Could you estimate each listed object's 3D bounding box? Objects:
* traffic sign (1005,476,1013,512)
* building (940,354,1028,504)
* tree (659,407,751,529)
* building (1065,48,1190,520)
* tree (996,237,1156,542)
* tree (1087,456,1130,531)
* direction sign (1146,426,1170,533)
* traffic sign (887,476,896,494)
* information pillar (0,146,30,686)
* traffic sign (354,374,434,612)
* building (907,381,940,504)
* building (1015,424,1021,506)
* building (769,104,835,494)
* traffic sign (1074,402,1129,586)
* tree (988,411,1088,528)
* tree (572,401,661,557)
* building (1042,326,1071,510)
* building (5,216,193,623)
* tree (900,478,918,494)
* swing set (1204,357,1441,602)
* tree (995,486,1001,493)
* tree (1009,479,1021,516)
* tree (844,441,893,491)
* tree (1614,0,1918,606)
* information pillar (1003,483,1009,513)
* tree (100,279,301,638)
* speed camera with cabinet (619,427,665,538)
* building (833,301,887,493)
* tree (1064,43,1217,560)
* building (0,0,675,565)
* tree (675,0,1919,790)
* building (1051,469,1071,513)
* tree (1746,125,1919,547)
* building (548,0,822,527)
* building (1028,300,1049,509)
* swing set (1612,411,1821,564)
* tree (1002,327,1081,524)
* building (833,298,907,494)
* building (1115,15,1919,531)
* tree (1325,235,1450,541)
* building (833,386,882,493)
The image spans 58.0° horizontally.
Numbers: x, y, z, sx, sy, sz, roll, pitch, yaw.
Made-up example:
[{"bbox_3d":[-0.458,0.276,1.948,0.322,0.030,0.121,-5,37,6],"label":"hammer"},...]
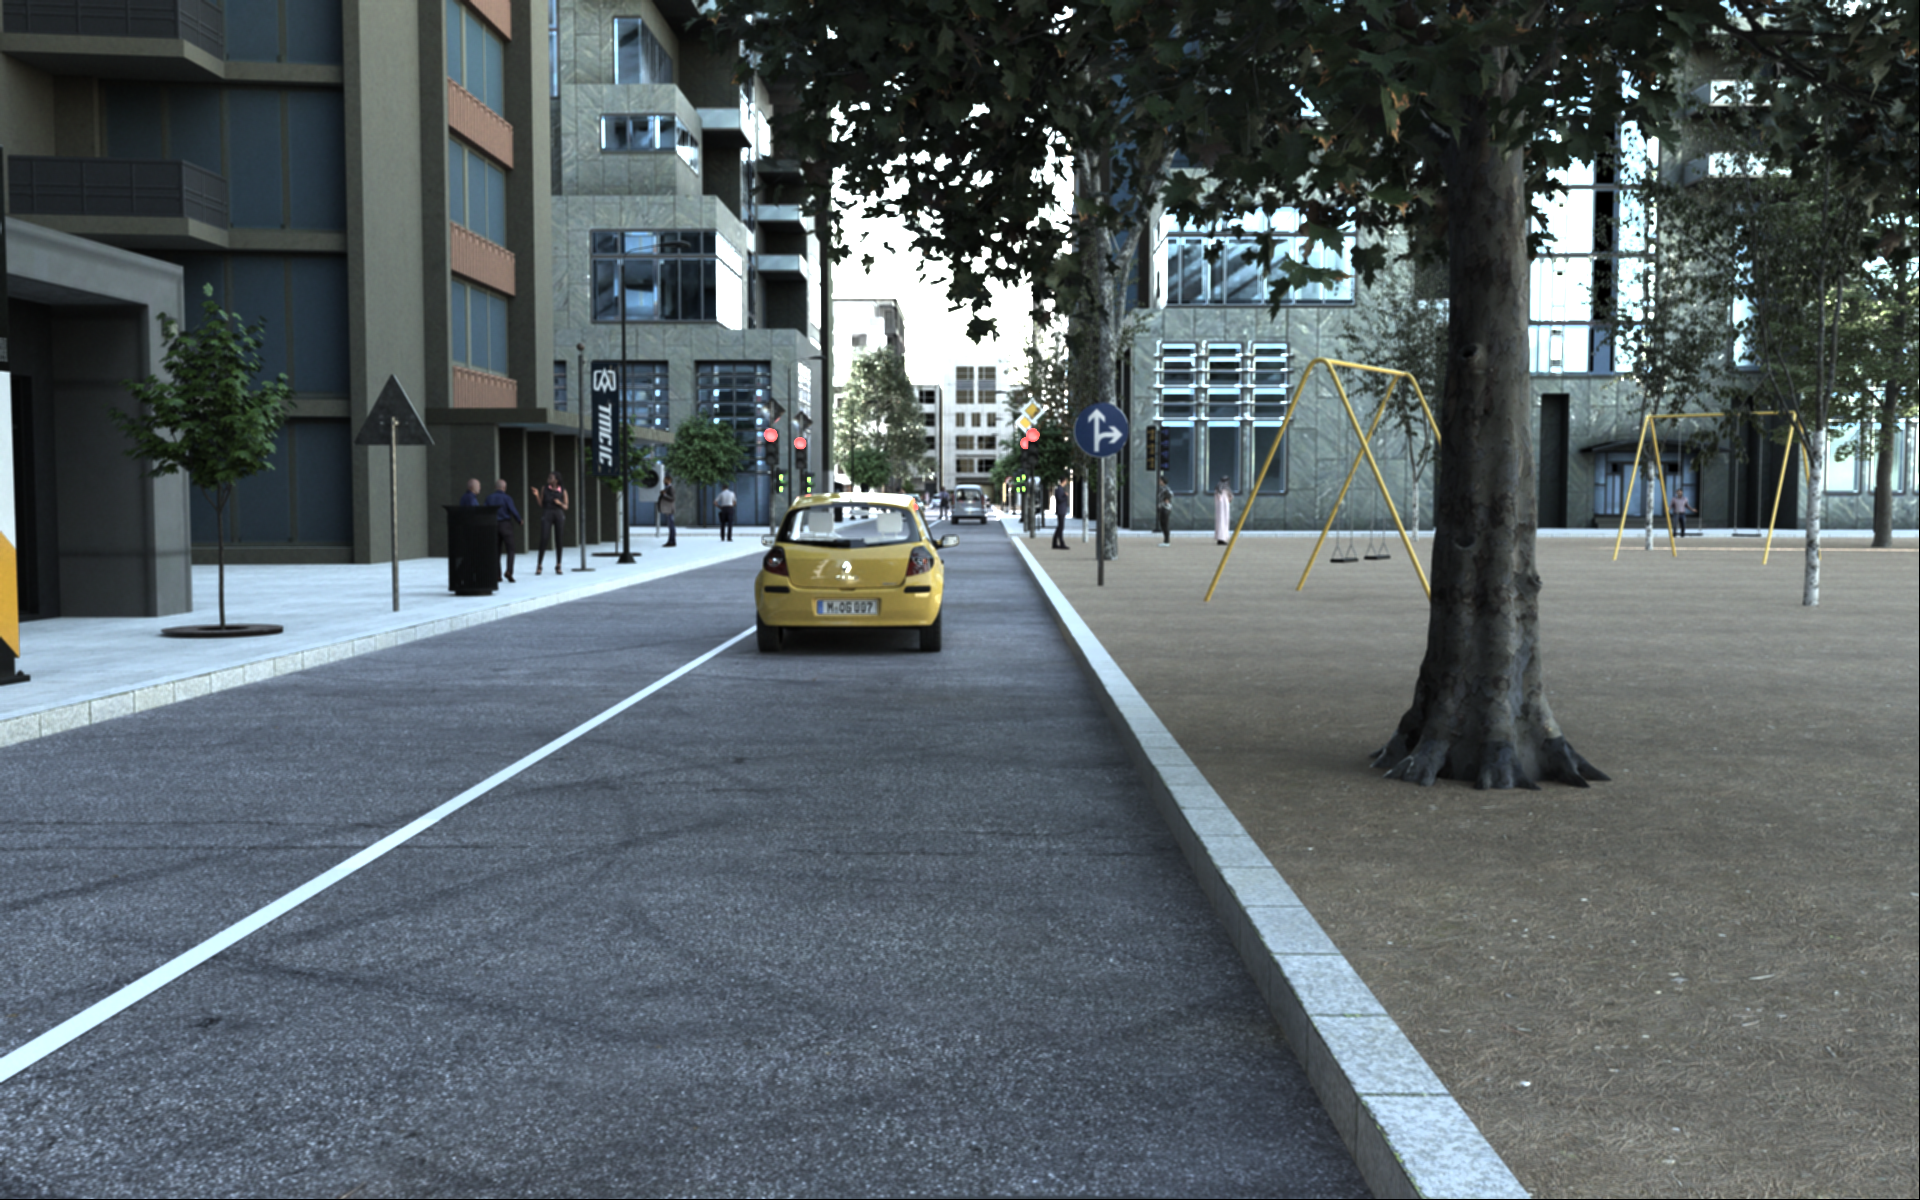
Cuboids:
[{"bbox_3d":[3.614,-7.632,124.882,0.768,2.556,0.104,1,4,10],"label":"traffic sign"},{"bbox_3d":[13.661,-22.079,227.443,31.486,18.905,16.747,0,4,1],"label":"building"},{"bbox_3d":[-9.541,-4.965,64.895,4.285,4.588,4.351,0,3,0],"label":"tree"},{"bbox_3d":[12.736,-26.896,89.858,14.600,45.320,14.200,0,4,1],"label":"building"},{"bbox_3d":[3.096,-5.836,45.787,4.360,8.622,3.978,0,3,0],"label":"tree"},{"bbox_3d":[4.934,-3.988,59.797,1.663,3.219,1.824,0,3,0],"label":"tree"},{"bbox_3d":[6.583,-4.016,57.665,0.876,3.537,0.379,3,4,38],"label":"direction sign"},{"bbox_3d":[-4.722,-7.157,117.118,0.768,2.556,0.104,0,4,3],"label":"traffic sign"},{"bbox_3d":[-6.497,-1.234,11.530,0.183,3.616,0.504,0,4,7],"label":"information pillar"},{"bbox_3d":[-6.168,-1.154,18.866,0.884,2.594,0.081,0,4,3],"label":"traffic sign"},{"bbox_3d":[-18.231,-22.113,228.009,31.486,18.905,16.747,0,4,1],"label":"building"},{"bbox_3d":[10.922,-15.401,193.947,9.099,9.664,28.070,0,4,1],"label":"building"},{"bbox_3d":[-15.825,-20.879,113.072,14.160,30.474,14.107,0,4,1],"label":"building"},{"bbox_3d":[1.973,-1.473,24.188,0.768,2.556,0.104,1,4,10],"label":"traffic sign"},{"bbox_3d":[3.248,-5.033,66.011,4.285,4.588,4.351,0,3,0],"label":"tree"},{"bbox_3d":[-7.007,-2.528,35.930,1.663,3.219,1.824,0,3,0],"label":"tree"},{"bbox_3d":[14.757,-17.410,141.069,16.016,20.091,11.380,0,4,1],"label":"building"},{"bbox_3d":[-18.605,-35.108,12.274,20.563,71.187,20.611,0,4,1],"label":"building"},{"bbox_3d":[-5.318,-10.923,173.198,1.663,3.219,1.824,0,3,0],"label":"tree"},{"bbox_3d":[4.958,-1.439,21.151,2.862,2.851,3.119,2,4,34],"label":"swing set"},{"bbox_3d":[4.789,-10.581,167.593,1.663,3.219,1.824,0,3,0],"label":"tree"},{"bbox_3d":[4.306,-7.356,114.868,1.663,3.219,1.824,0,3,0],"label":"tree"},{"bbox_3d":[-5.589,-7.515,106.582,4.285,4.588,4.351,0,3,0],"label":"tree"},{"bbox_3d":[9.701,-4.255,19.927,4.360,8.622,3.978,0,3,0],"label":"tree"},{"bbox_3d":[3.122,-6.891,117.155,0.304,2.012,0.304,-2,4,-31],"label":"information pillar"},{"bbox_3d":[-6.899,-1.294,15.765,1.663,3.219,1.824,0,3,0],"label":"tree"},{"bbox_3d":[-9.731,-3.453,50.785,2.038,3.252,0.660,0,4,0],"label":"speed camera with cabinet"},{"bbox_3d":[-15.059,-19.060,168.042,16.016,20.091,11.380,0,4,1],"label":"building"},{"bbox_3d":[3.795,-10.768,31.953,12.611,20.169,13.585,0,3,0],"label":"tree"},{"bbox_3d":[-22.656,-23.406,37.309,28.867,44.769,22.147,0,4,1],"label":"building"},{"bbox_3d":[2.374,-5.550,7.752,9.611,12.733,9.660,0,3,0],"label":"tree"},{"bbox_3d":[22.797,-26.228,120.714,32.217,40.220,23.993,0,4,1],"label":"building"},{"bbox_3d":[22.734,-7.549,41.549,7.486,12.596,7.792,0,3,0],"label":"tree"},{"bbox_3d":[-17.317,-46.985,80.882,22.319,86.520,31.000,0,4,1],"label":"building"},{"bbox_3d":[20.242,-19.517,163.083,27.936,21.610,32.646,0,4,1],"label":"building"},{"bbox_3d":[14.601,-2.201,33.614,2.862,2.851,3.119,-3,5,-45],"label":"swing set"},{"bbox_3d":[3.579,-7.550,73.803,4.737,8.622,4.395,0,3,0],"label":"tree"},{"bbox_3d":[-22.677,-21.449,194.662,32.646,21.610,27.936,0,4,1],"label":"building"},{"bbox_3d":[21.654,-46.245,68.771,31.000,86.520,22.319,0,4,1],"label":"building"},{"bbox_3d":[12.231,-5.896,46.767,4.360,8.622,3.978,0,3,0],"label":"tree"},{"bbox_3d":[-11.079,-12.608,148.293,9.099,9.664,28.070,0,4,1],"label":"building"}]
